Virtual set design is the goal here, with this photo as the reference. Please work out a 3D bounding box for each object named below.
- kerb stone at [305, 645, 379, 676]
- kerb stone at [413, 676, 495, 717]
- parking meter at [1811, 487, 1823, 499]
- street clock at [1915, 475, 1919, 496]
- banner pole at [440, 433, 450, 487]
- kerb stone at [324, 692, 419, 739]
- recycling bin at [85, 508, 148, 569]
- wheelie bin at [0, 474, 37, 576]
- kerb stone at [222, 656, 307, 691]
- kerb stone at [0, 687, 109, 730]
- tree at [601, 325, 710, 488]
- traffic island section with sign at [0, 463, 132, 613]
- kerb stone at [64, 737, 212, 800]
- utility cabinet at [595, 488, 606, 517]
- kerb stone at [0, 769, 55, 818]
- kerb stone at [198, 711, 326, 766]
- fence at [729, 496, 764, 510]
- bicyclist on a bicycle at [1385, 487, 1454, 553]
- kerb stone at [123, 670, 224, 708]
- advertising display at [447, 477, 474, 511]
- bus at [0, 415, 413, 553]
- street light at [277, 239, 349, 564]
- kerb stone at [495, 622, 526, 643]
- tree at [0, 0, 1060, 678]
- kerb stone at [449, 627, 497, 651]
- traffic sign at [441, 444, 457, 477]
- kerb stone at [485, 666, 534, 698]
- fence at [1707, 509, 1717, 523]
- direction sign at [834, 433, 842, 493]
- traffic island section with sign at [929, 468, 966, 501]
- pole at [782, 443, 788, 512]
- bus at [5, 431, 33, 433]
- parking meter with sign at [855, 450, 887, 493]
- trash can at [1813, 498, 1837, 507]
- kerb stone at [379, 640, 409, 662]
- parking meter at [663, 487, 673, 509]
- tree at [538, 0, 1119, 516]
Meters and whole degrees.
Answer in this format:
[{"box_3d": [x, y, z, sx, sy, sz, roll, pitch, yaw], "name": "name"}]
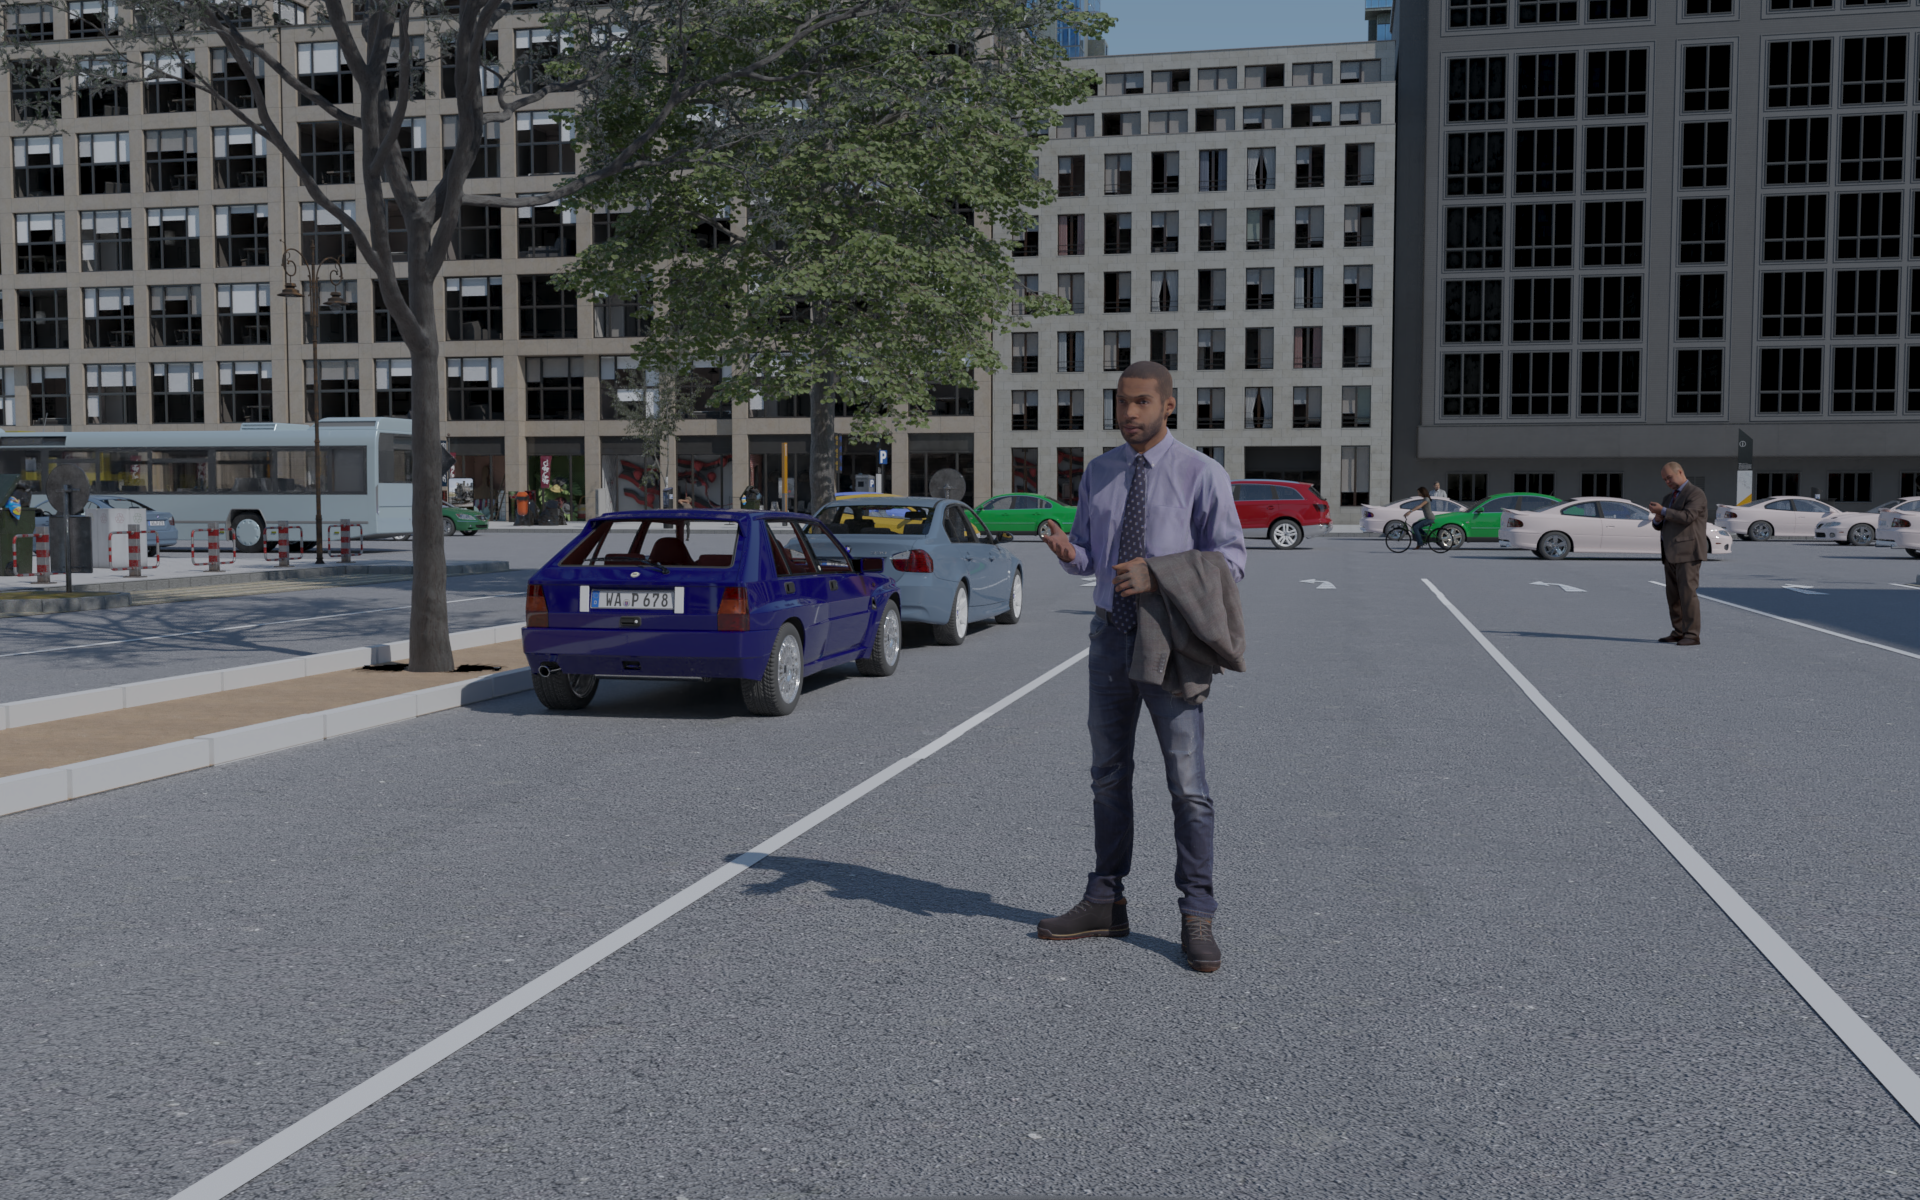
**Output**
[{"box_3d": [-5.056, 0.500, 14.027, 0.120, 0.150, 1.000, 1, 4, 12], "name": "kerb stone"}, {"box_3d": [-3.435, 0.652, 11.622, 0.120, 0.150, 1.000, 1, 4, 12], "name": "kerb stone"}, {"box_3d": [30.778, -3.293, 62.254, 0.372, 1.533, 0.369, 0, 3, 0], "name": "parking meter"}, {"box_3d": [34.550, -3.525, 62.196, 0.471, 2.002, 0.358, 2, 4, 34], "name": "street clock"}, {"box_3d": [-21.060, -4.954, 71.014, 0.401, 3.779, 0.863, 1, 4, 16], "name": "banner pole"}, {"box_3d": [-3.651, 0.714, 10.619, 0.120, 0.150, 1.000, 1, 4, 12], "name": "kerb stone"}, {"box_3d": [-14.707, -1.079, 30.194, 0.722, 1.027, 0.722, 2, 4, 28], "name": "recycling bin"}, {"box_3d": [-14.991, -1.181, 27.213, 0.980, 1.594, 0.693, 1, 4, 22], "name": "wheelie bin"}, {"box_3d": [-5.274, 0.564, 13.022, 0.120, 0.150, 1.000, 1, 4, 12], "name": "kerb stone"}, {"box_3d": [-5.723, 0.686, 11.019, 0.120, 0.150, 1.000, 1, 4, 12], "name": "kerb stone"}, {"box_3d": [-12.710, -7.527, 73.424, 4.360, 8.622, 3.978, 0, 3, 0], "name": "tree"}, {"box_3d": [-11.645, -0.804, 21.767, 1.989, 1.847, 2.006, 1, 4, 12], "name": "traffic island section with sign"}, {"box_3d": [-4.104, 0.836, 8.606, 0.120, 0.150, 1.000, 1, 4, 12], "name": "kerb stone"}, {"box_3d": [-13.799, -3.534, 66.463, 0.318, 1.500, 1.173, -1, 4, -17], "name": "utility cabinet"}, {"box_3d": [-4.326, 0.893, 7.595, 0.120, 0.150, 1.000, 1, 4, 12], "name": "kerb stone"}, {"box_3d": [-3.873, 0.770, 9.609, 0.120, 0.150, 1.000, 1, 4, 12], "name": "kerb stone"}, {"box_3d": [-8.777, -3.668, 71.181, 2.264, 1.192, 0.480, 3, 5, 41], "name": "fence"}, {"box_3d": [11.100, -1.945, 41.819, 1.625, 1.676, 1.499, 1, 4, 12], "name": "bicyclist on a bicycle"}, {"box_3d": [-5.497, 0.622, 12.020, 0.120, 0.150, 1.000, 1, 4, 12], "name": "kerb stone"}, {"box_3d": [-19.321, -3.783, 67.059, 0.974, 1.923, 0.123, -2, 4, -25], "name": "advertising display"}, {"box_3d": [-20.082, -2.981, 43.593, 13.247, 3.499, 2.948, 1, 4, 11], "name": "bus"}, {"box_3d": [-11.765, -3.600, 31.650, 0.468, 5.910, 1.993, 1, 4, 12], "name": "street light"}, {"box_3d": [-4.385, 0.316, 17.042, 0.120, 0.150, 1.000, 1, 4, 12], "name": "kerb stone"}, {"box_3d": [-4.271, -6.153, 13.426, 12.009, 13.543, 11.850, 0, 3, 0], "name": "tree"}, {"box_3d": [-4.607, 0.377, 16.040, 0.120, 0.150, 1.000, 1, 4, 12], "name": "kerb stone"}, {"box_3d": [-9.676, -1.737, 32.041, 0.795, 2.450, 0.064, 1, 4, 12], "name": "traffic sign"}, {"box_3d": [-3.216, 0.585, 12.625, 0.120, 0.150, 1.000, 1, 4, 12], "name": "kerb stone"}, {"box_3d": [30.111, -3.266, 68.767, 2.069, 0.683, 0.278, -3, 4, -39], "name": "fence"}, {"box_3d": [-4.507, -4.414, 64.171, 0.379, 3.537, 0.876, 1, 4, 12], "name": "direction sign"}, {"box_3d": [-0.363, -1.355, 30.291, 2.006, 1.907, 1.989, 1, 4, 12], "name": "traffic island section with sign"}, {"box_3d": [-6.983, -4.595, 68.972, 0.158, 3.312, 0.155, 0, 3, 0], "name": "pole"}, {"box_3d": [-37.266, -4.375, 63.079, 12.252, 3.916, 2.896, 1, 4, 13], "name": "bus"}, {"box_3d": [-3.782, -4.459, 69.167, 1.738, 3.016, 0.543, 2, 4, 32], "name": "parking meter with sign"}, {"box_3d": [29.367, -2.887, 58.859, 0.748, 1.137, 0.748, 0, 3, 0], "name": "trash can"}, {"box_3d": [-4.831, 0.438, 15.037, 0.120, 0.150, 1.000, 1, 4, 12], "name": "kerb stone"}, {"box_3d": [-10.801, -3.405, 64.090, 0.372, 1.533, 0.369, 0, 3, 0], "name": "parking meter"}, {"box_3d": [-1.833, -6.263, 22.983, 7.486, 12.596, 7.792, 0, 3, 0], "name": "tree"}]
